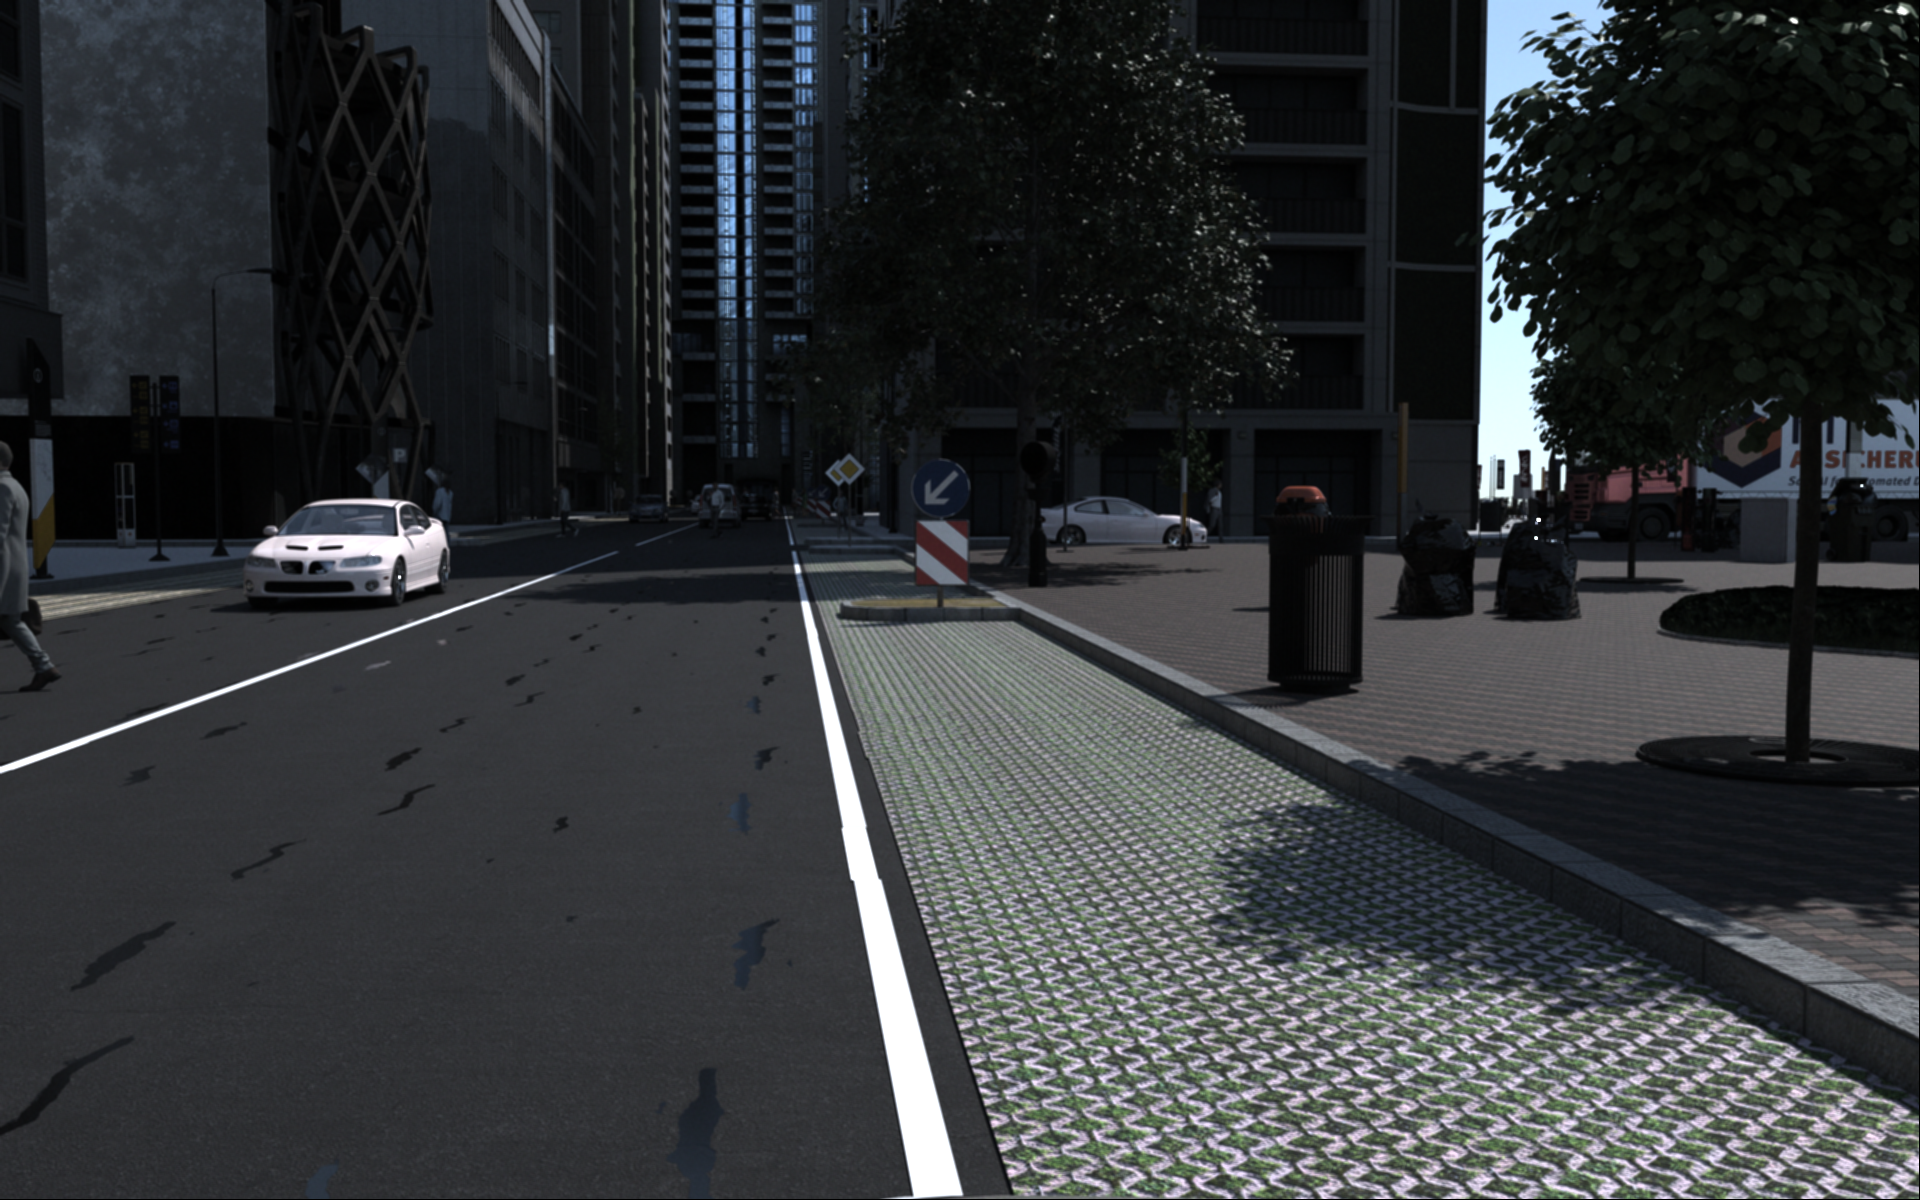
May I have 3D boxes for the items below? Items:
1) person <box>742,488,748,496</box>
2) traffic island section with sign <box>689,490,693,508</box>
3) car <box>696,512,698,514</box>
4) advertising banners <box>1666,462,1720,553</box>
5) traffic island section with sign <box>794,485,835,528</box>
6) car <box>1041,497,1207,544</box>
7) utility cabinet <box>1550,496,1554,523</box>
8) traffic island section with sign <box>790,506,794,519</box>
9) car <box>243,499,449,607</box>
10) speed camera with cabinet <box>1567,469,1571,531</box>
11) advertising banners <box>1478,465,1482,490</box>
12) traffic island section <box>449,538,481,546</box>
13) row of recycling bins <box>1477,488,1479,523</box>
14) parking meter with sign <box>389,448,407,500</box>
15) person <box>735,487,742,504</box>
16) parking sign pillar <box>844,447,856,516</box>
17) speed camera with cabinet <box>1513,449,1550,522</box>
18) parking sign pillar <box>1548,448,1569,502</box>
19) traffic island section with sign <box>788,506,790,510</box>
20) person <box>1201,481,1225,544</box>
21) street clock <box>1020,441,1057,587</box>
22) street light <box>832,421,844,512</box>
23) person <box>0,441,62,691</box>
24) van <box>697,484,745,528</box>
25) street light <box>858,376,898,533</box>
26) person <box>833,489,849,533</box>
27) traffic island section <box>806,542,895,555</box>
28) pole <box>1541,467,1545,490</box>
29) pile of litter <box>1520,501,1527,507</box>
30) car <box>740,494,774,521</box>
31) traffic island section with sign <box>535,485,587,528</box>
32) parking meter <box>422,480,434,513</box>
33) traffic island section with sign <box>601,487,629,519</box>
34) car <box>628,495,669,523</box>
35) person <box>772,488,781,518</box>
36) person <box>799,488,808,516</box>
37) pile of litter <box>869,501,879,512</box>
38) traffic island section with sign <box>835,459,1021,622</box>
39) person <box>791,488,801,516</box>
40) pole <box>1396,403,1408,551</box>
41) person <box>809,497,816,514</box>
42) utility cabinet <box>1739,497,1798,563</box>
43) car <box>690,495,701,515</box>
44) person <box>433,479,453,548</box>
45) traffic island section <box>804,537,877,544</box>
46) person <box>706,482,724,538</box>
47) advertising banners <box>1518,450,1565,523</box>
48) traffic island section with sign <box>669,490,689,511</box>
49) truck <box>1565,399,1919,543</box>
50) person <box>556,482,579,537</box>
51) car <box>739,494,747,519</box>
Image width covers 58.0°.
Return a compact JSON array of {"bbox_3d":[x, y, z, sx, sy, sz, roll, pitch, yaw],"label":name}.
[{"bbox_3d":[-13.151,-5.920,105.481,0.721,1.800,0.419,2,4,33],"label":"person"},{"bbox_3d":[-27.761,-10.372,178.211,1.989,1.847,2.006,0,4,-6],"label":"traffic island section with sign"},{"bbox_3d":[-18.701,-7.089,128.481,1.945,1.354,3.894,0,4,-5],"label":"car"},{"bbox_3d":[16.352,-2.605,38.783,0.090,3.025,2.074,-1,4,-10],"label":"advertising banners"},{"bbox_3d":[-6.018,-4.034,74.577,1.989,1.847,2.006,0,4,-6],"label":"traffic island section with sign"},{"bbox_3d":[4.075,-2.023,45.439,4.827,1.381,2.083,0,4,-6],"label":"car"},{"bbox_3d":[24.084,-3.544,69.114,0.306,1.237,1.020,-3,5,-40],"label":"utility cabinet"},{"bbox_3d":[-8.790,-5.674,101.389,1.989,1.847,2.006,0,4,-6],"label":"traffic island section with sign"},{"bbox_3d":[-8.204,-0.681,23.497,2.083,1.381,4.827,0,4,-5],"label":"car"},{"bbox_3d":[22.159,-4.026,60.161,2.038,3.252,0.660,1,4,20],"label":"speed camera with cabinet"},{"bbox_3d":[30.517,-6.570,103.613,0.090,3.025,2.074,-1,4,-23],"label":"advertising banners"},{"bbox_3d":[-14.719,-1.631,48.955,2.009,0.180,2.903,0,4,-6],"label":"traffic island section"},{"bbox_3d":[21.826,-4.335,77.986,1.069,1.692,3.534,-3,4,-36],"label":"row of recycling bins"},{"bbox_3d":[-21.686,-4.298,66.527,0.543,3.016,1.738,-2,4,-30],"label":"parking meter with sign"},{"bbox_3d":[-11.457,-4.901,88.808,0.661,1.801,0.590,1,4,22],"label":"person"},{"bbox_3d":[-6.378,-6.826,100.070,1.447,3.967,1.447,-1,4,-15],"label":"parking sign pillar"},{"bbox_3d":[25.505,-5.073,77.283,2.038,3.252,0.660,-3,4,-39],"label":"speed camera with cabinet"},{"bbox_3d":[32.897,-6.571,95.907,1.447,3.967,1.447,1,4,9],"label":"parking sign pillar"},{"bbox_3d":[-14.002,-8.756,151.785,1.989,1.847,2.006,0,4,-6],"label":"traffic island section with sign"},{"bbox_3d":[6.973,-2.379,47.502,0.850,1.850,0.679,2,4,32],"label":"person"},{"bbox_3d":[1.079,-1.185,23.949,0.471,2.002,0.358,3,4,38],"label":"street clock"},{"bbox_3d":[-5.059,-6.524,79.215,1.470,5.913,1.316,0,4,-6],"label":"street light"},{"bbox_3d":[-6.910,-0.233,12.416,0.767,1.812,0.694,-1,4,-18],"label":"person"},{"bbox_3d":[-10.230,-4.091,73.893,2.013,2.044,4.112,0,4,-5],"label":"van"},{"bbox_3d":[-2.728,-5.132,56.450,1.470,5.913,1.316,0,4,-6],"label":"street light"},{"bbox_3d":[-4.382,-3.270,63.778,0.589,1.601,0.330,0,4,-7],"label":"person"},{"bbox_3d":[-2.665,-1.216,42.165,2.009,0.180,2.903,0,4,-6],"label":"traffic island section"},{"bbox_3d":[43.498,-8.281,129.240,0.158,3.312,0.155,0,3,0],"label":"pole"},{"bbox_3d":[40.154,-6.755,124.408,1.176,0.858,1.719,2,4,29],"label":"pile of litter"},{"bbox_3d":[-10.929,-5.040,92.192,2.009,1.686,4.222,0,4,-4],"label":"car"},{"bbox_3d":[-16.949,-3.980,73.697,1.989,1.847,2.006,0,4,-6],"label":"traffic island section with sign"},{"bbox_3d":[-21.456,-3.923,69.856,0.399,1.863,0.255,0,4,-2],"label":"parking meter"},{"bbox_3d":[-19.720,-5.620,100.510,1.989,1.847,2.006,0,4,-6],"label":"traffic island section with sign"},{"bbox_3d":[-15.615,-4.588,87.010,2.014,1.417,4.499,0,4,-6],"label":"car"},{"bbox_3d":[-10.840,-5.739,102.423,0.778,1.811,0.616,2,4,35],"label":"person"},{"bbox_3d":[-9.956,-6.253,110.986,0.529,1.795,0.600,-3,4,-36],"label":"person"},{"bbox_3d":[-5.983,-6.721,123.850,1.176,0.858,1.719,1,4,14],"label":"pile of litter"},{"bbox_3d":[-0.397,-0.712,20.265,1.989,1.847,2.006,0,4,-6],"label":"traffic island section with sign"},{"bbox_3d":[-10.844,-6.412,113.462,0.853,1.813,0.709,-3,5,-41],"label":"person"},{"bbox_3d":[9.905,-2.749,38.783,0.158,3.312,0.155,0,3,0],"label":"pole"},{"bbox_3d":[-10.741,-7.091,125.902,0.593,1.643,0.415,-1,4,-13],"label":"person"},{"bbox_3d":[15.327,-1.326,32.843,0.306,1.237,1.020,-2,4,-28],"label":"utility cabinet"},{"bbox_3d":[-17.923,-6.691,121.764,2.083,1.381,4.827,0,4,-8],"label":"car"},{"bbox_3d":[-12.108,-1.947,40.603,0.793,1.790,0.793,-1,4,-10],"label":"person"},{"bbox_3d":[-3.486,-1.702,50.108,2.009,0.180,2.903,0,4,-6],"label":"traffic island section"},{"bbox_3d":[-8.003,-2.933,56.556,0.679,1.850,0.850,2,4,23],"label":"person"},{"bbox_3d":[22.908,-4.400,68.122,2.074,3.025,0.090,3,5,43],"label":"advertising banners"},{"bbox_3d":[-24.937,-8.705,150.960,1.989,1.847,2.006,0,4,-6],"label":"traffic island section with sign"},{"bbox_3d":[22.161,-3.640,48.426,11.283,4.237,2.839,0,4,-4],"label":"truck"},{"bbox_3d":[-13.032,-3.004,57.468,0.795,1.843,0.661,0,4,-3],"label":"person"},{"bbox_3d":[-13.062,-5.472,99.252,2.009,1.686,4.222,0,4,-7],"label":"car"}]
